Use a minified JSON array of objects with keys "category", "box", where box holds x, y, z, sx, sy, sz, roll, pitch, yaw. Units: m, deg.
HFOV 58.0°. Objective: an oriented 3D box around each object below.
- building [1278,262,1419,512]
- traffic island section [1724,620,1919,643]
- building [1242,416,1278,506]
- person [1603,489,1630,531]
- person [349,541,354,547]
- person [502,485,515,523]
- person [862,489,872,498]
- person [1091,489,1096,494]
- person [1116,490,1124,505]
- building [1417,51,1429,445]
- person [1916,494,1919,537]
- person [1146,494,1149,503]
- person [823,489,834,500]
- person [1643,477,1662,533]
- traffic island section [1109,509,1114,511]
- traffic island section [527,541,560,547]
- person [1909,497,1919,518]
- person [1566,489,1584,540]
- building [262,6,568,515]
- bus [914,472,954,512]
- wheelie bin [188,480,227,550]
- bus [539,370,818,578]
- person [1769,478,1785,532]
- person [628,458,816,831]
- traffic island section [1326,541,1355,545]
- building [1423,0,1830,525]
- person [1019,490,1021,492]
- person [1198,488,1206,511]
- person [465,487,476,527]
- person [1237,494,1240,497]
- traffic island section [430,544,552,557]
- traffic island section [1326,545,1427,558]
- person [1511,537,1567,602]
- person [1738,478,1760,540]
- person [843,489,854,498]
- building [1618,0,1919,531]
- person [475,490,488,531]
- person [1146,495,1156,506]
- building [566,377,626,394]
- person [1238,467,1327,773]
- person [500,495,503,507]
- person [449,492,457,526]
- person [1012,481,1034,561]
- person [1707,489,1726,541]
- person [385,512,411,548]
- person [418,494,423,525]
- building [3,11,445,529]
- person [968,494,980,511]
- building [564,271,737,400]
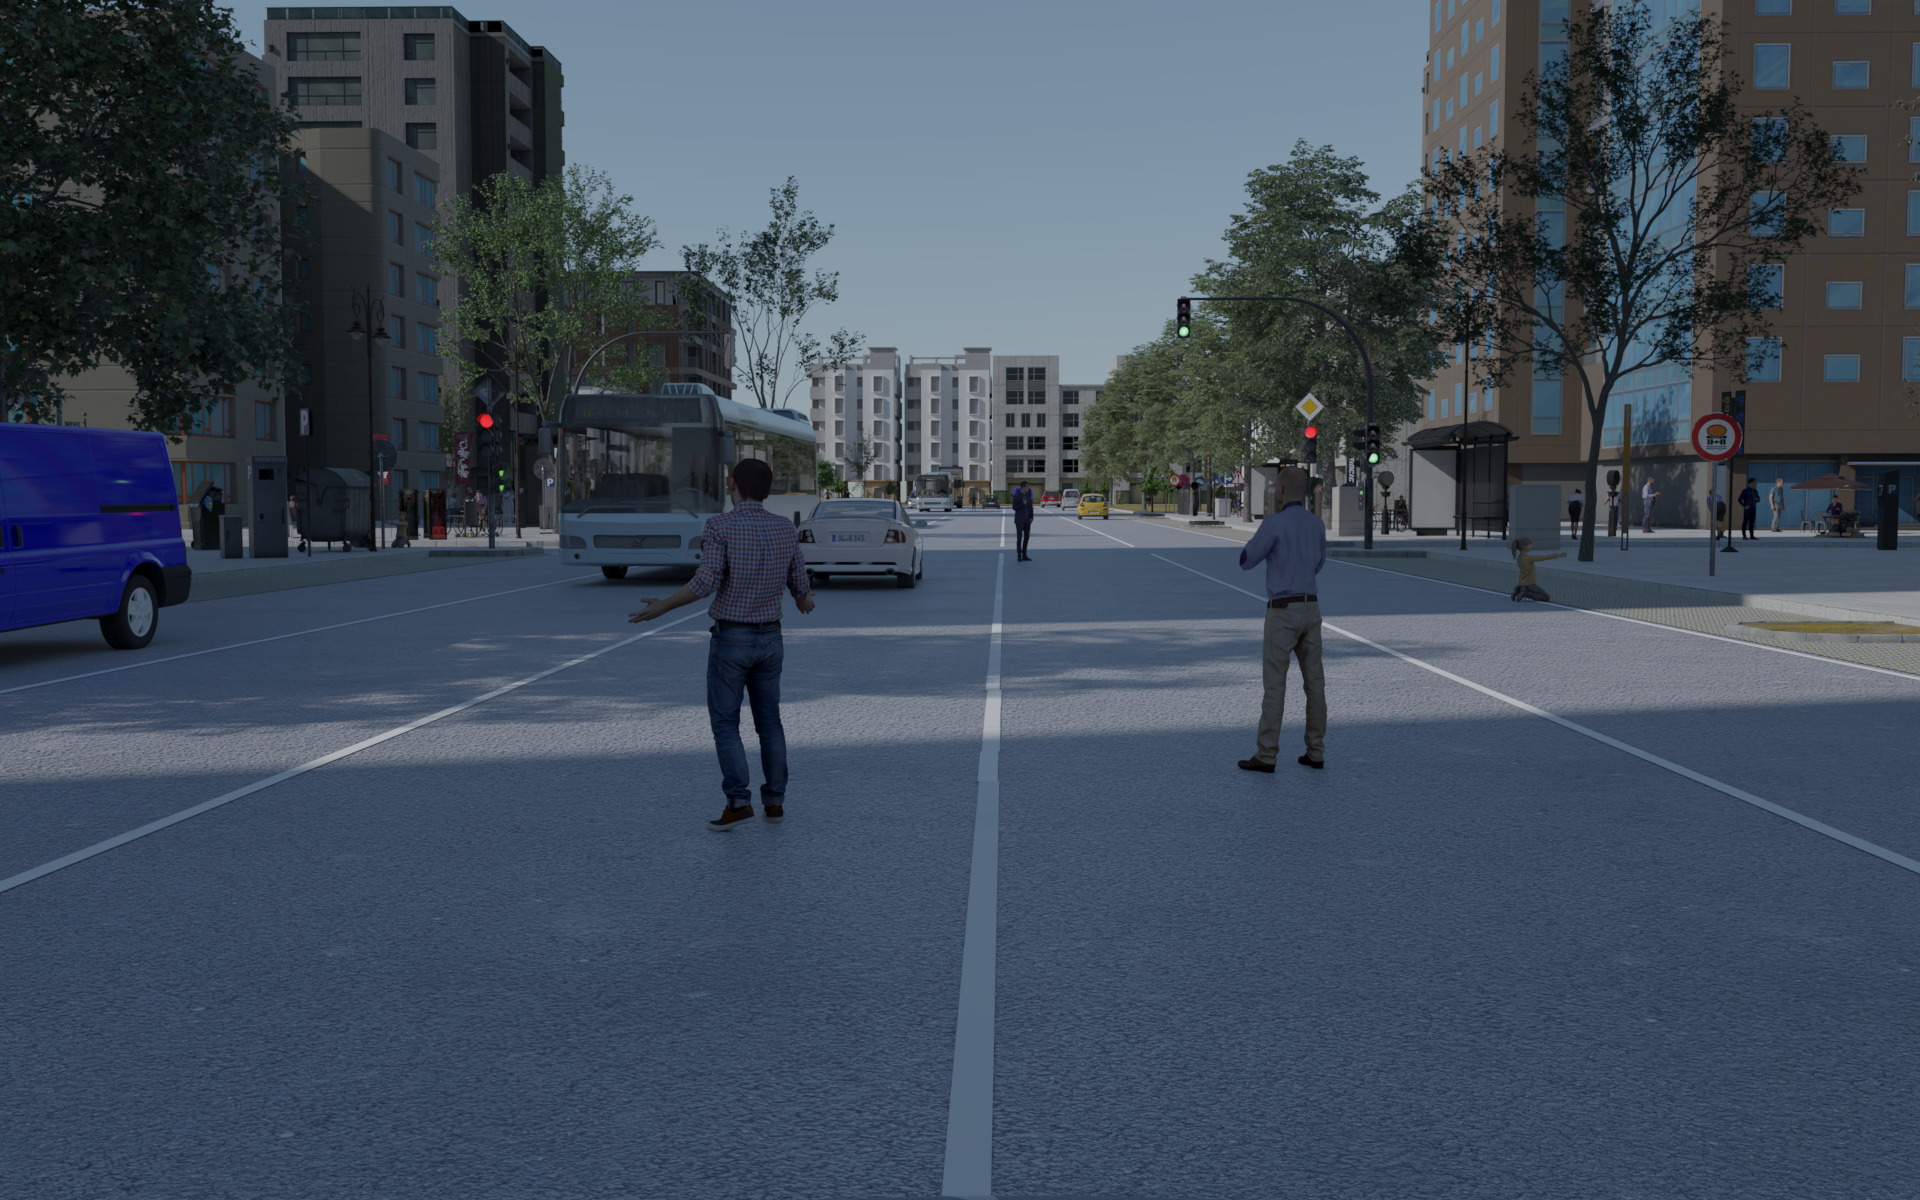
[{"category":"building","box":[36.783,-16.761,140.503,16.747,18.905,31.486,0,4,1]},{"category":"traffic island section","box":[8.885,0.329,17.493,1.991,0.108,1.994,0,4,1]},{"category":"building","box":[34.134,-13.985,170.804,9.099,9.664,28.070,0,4,1]},{"category":"person","box":[22.627,-3.177,59.941,0.963,1.587,0.435,-1,4,-10]},{"category":"person","box":[-15.896,-2.293,45.852,0.599,1.838,0.709,-1,4,-10]},{"category":"person","box":[-19.199,-4.090,73.577,0.621,1.740,0.551,3,5,41]},{"category":"person","box":[-10.540,-11.640,196.451,1.348,1.812,0.705,1,4,21]},{"category":"person","box":[9.790,-7.234,126.759,1.348,1.826,0.705,-2,4,-31]},{"category":"person","box":[18.502,-11.853,200.391,0.990,1.755,0.434,1,4,20]},{"category":"building","box":[35.574,-20.501,106.889,14.160,30.474,14.107,0,4,1]},{"category":"person","box":[29.012,-2.693,51.948,0.647,1.594,0.662,1,4,12]},{"category":"person","box":[20.423,-11.162,189.327,1.217,1.735,0.721,-1,4,-18]},{"category":"person","box":[-13.178,-10.212,173.096,1.350,1.814,0.705,-3,5,-43]},{"category":"person","box":[22.732,-3.115,56.847,0.599,1.838,0.709,2,4,31]},{"category":"traffic island section","box":[12.352,-7.821,150.741,1.991,0.108,1.994,0,4,1]},{"category":"traffic island section","box":[-10.807,-1.614,48.678,2.009,0.180,2.903,0,4,1]},{"category":"person","box":[23.173,-2.040,41.718,0.599,1.838,0.709,2,4,35]},{"category":"person","box":[17.436,-2.430,48.962,0.628,1.438,0.799,0,4,-1]},{"category":"building","box":[-32.968,-20.498,106.846,14.160,30.474,14.107,0,4,1]},{"category":"bus","box":[-1.977,-8.915,140.614,2.948,3.499,13.247,0,4,1]},{"category":"wheelie bin","box":[-17.304,-1.954,39.849,0.980,1.594,0.693,3,5,44]},{"category":"bus","box":[-4.716,-2.281,32.155,2.948,3.499,13.247,0,4,2]},{"category":"person","box":[27.569,-3.192,58.363,0.598,1.807,0.434,-1,4,-15]},{"category":"person","box":[-0.921,0.181,7.498,0.963,1.587,0.435,-3,5,-44]},{"category":"traffic island section","box":[9.687,-1.582,48.141,2.009,0.180,2.903,0,4,1]},{"category":"building","box":[31.528,-26.563,84.420,14.600,45.320,14.200,0,4,1]},{"category":"person","box":[4.052,-6.481,115.184,0.841,1.734,0.376,0,4,4]},{"category":"person","box":[18.614,-7.835,134.830,1.217,1.739,0.721,2,4,33]},{"category":"person","box":[-18.773,-3.562,66.546,0.482,1.546,0.388,1,4,20]},{"category":"person","box":[31.226,-11.693,197.250,1.348,1.821,0.705,0,4,-2]},{"category":"traffic island section","box":[-11.015,-1.126,40.695,2.009,0.180,2.903,0,4,1]},{"category":"traffic island section","box":[9.479,-1.093,40.159,2.009,0.180,2.903,0,4,1]},{"category":"person","box":[7.687,-0.407,23.079,0.695,0.859,0.347,0,4,-5]},{"category":"person","box":[22.143,-2.551,48.451,0.576,1.737,0.504,-2,4,-28]},{"category":"person","box":[-12.646,-11.621,195.669,1.348,1.869,0.705,1,4,15]},{"category":"building","box":[33.473,-25.432,65.917,14.200,45.320,14.600,0,4,1]},{"category":"person","box":[-16.451,-3.075,59.547,0.421,1.427,0.697,0,4,-1]},{"category":"person","box":[20.653,-11.107,187.739,1.348,1.812,0.705,-2,4,-26]},{"category":"building","box":[-30.473,-12.029,138.823,9.099,9.664,28.070,0,4,1]},{"category":"person","box":[1.696,0.095,9.013,0.516,1.574,0.319,-1,4,-19]},{"category":"person","box":[-24.864,-5.271,94.489,0.388,1.546,0.482,2,4,33]},{"category":"person","box":[-20.569,-3.689,70.266,0.435,1.345,0.340,1,4,20]},{"category":"person","box":[1.345,-1.685,36.975,0.541,1.710,0.530,-2,4,-25]},{"category":"person","box":[20.766,-2.345,47.614,0.421,1.427,0.697,0,4,1]},{"category":"person","box":[-13.428,-1.676,41.363,0.347,0.859,0.695,1,4,19]},{"category":"person","box":[-22.574,-3.789,71.903,0.340,1.345,0.435,2,4,28]},{"category":"building","box":[-41.382,-14.182,76.914,27.650,21.520,28.899,0,4,1]},{"category":"person","box":[1.180,-8.223,146.207,1.065,1.426,0.557,1,4,8]},{"category":"building","box":[-40.069,-20.119,172.923,32.646,21.610,27.936,0,4,1]}]
